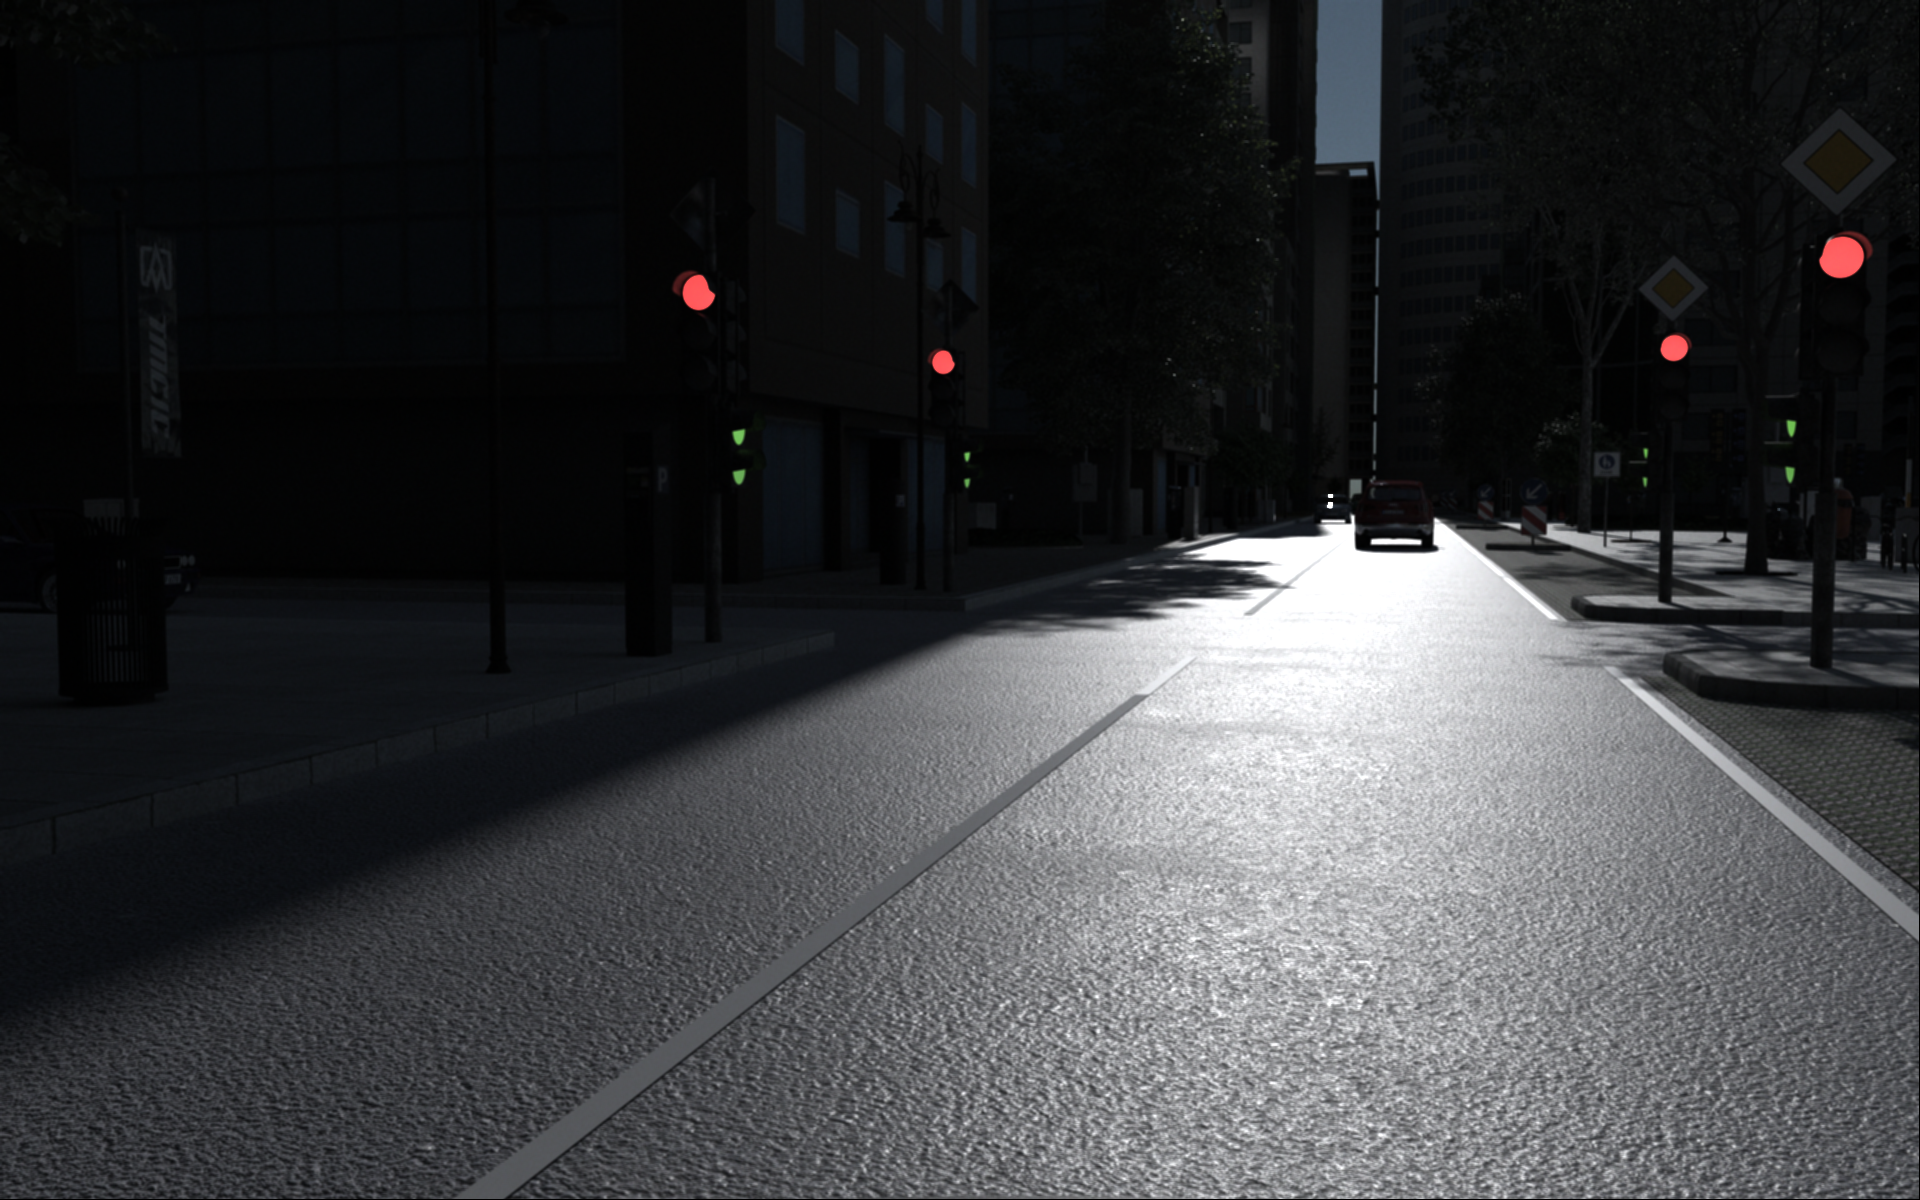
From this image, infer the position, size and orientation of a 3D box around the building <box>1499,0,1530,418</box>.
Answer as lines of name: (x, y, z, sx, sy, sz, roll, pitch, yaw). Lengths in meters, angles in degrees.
building: (47.072, -27.150, 127.505, 14.154, 41.232, 14.086, 1, 4, 14)

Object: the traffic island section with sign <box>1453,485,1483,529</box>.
traffic island section with sign: (21.341, -3.804, 70.830, 1.989, 1.847, 2.006, 1, 4, 14)

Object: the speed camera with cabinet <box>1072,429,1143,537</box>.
speed camera with cabinet: (4.384, -3.496, 51.503, 2.038, 3.252, 0.660, 0, 4, -4)

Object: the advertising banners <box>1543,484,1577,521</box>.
advertising banners: (29.174, -5.372, 84.025, 2.074, 3.025, 0.090, -1, 4, -20)

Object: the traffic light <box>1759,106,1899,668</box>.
traffic light: (6.369, -1.456, 12.734, 0.839, 4.253, 0.868, 1, 4, 14)

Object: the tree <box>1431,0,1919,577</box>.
tree: (12.586, -7.146, 27.207, 12.009, 13.543, 11.850, 0, 3, 0)

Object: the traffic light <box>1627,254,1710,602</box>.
traffic light: (8.358, -1.930, 20.468, 0.839, 4.253, 0.868, 1, 4, 14)

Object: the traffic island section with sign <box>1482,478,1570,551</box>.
traffic island section with sign: (14.540, -2.188, 44.396, 1.989, 1.847, 2.006, 1, 4, 14)

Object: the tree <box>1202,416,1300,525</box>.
tree: (11.792, -5.423, 72.380, 4.285, 4.588, 4.351, 0, 3, 0)

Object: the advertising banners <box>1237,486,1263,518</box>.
advertising banners: (15.783, -5.974, 93.866, 0.090, 3.025, 2.074, -2, 4, -35)

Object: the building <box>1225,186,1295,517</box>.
building: (7.080, -16.473, 114.377, 27.650, 21.520, 28.899, 1, 4, 14)

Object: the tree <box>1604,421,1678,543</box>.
tree: (17.871, -3.141, 45.951, 1.663, 3.219, 1.824, 0, 3, 0)

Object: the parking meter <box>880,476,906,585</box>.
parking meter: (-0.955, -0.990, 24.590, 0.372, 1.533, 0.369, 0, 3, 0)

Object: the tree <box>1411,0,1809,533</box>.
tree: (21.988, -12.251, 56.187, 12.611, 20.169, 13.585, 0, 3, 0)

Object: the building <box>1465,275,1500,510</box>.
building: (58.035, -18.496, 147.445, 27.650, 21.520, 28.899, 1, 4, 14)

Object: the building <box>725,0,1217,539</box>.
building: (1.319, -25.108, 60.622, 14.600, 45.320, 14.200, 1, 4, 14)

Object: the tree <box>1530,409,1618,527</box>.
tree: (23.747, -5.094, 66.997, 4.285, 4.588, 4.351, 0, 3, 0)

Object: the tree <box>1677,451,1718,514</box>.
tree: (32.484, -5.029, 76.820, 1.663, 3.219, 1.824, 0, 3, 0)

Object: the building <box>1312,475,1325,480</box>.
building: (19.064, -31.001, 161.496, 28.867, 44.769, 22.147, 1, 4, 14)

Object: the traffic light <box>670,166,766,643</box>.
traffic light: (-2.121, -1.589, 14.893, 0.839, 4.253, 0.868, 1, 4, 14)

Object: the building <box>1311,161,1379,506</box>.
building: (34.702, -30.763, 194.854, 23.993, 40.220, 32.217, 1, 4, 14)

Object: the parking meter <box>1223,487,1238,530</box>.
parking meter: (9.813, -3.305, 62.450, 0.372, 1.533, 0.369, 0, 3, 0)

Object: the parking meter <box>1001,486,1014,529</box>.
parking meter: (1.453, -2.728, 53.015, 0.372, 1.533, 0.369, 0, 3, 0)

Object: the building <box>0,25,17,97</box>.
building: (-21.461, -16.074, 34.515, 14.107, 30.474, 14.160, 1, 4, 14)

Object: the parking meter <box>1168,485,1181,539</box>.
parking meter: (6.126, -2.510, 49.448, 0.372, 1.533, 0.369, 0, 3, 0)

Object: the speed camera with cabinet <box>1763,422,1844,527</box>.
speed camera with cabinet: (22.231, -3.145, 45.760, 2.038, 3.252, 0.660, 1, 4, 11)

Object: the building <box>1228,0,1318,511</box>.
building: (19.693, -27.469, 132.718, 14.154, 41.232, 14.086, 1, 4, 14)

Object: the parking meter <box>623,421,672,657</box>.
parking meter: (-2.480, -0.492, 13.756, 0.255, 1.863, 0.399, 1, 4, 15)

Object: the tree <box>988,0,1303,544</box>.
tree: (4.139, -8.422, 44.351, 9.857, 13.997, 8.962, 0, 3, 0)

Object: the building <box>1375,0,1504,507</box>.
building: (58.505, -39.148, 182.063, 28.212, 58.520, 21.231, 1, 4, 14)

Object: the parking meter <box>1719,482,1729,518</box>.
parking meter: (35.971, -4.640, 81.568, 0.399, 1.863, 0.255, 2, 4, 35)

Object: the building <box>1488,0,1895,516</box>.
building: (44.851, -40.999, 108.588, 20.563, 71.187, 20.611, 1, 4, 14)

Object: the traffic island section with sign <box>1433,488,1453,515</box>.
traffic island section with sign: (33.904, -6.792, 119.672, 1.989, 1.847, 2.006, 1, 4, 14)

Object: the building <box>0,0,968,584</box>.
building: (-7.835, -23.319, 31.385, 14.600, 45.320, 14.200, 1, 4, 14)

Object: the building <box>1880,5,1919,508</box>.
building: (83.275, -30.467, 148.251, 14.200, 45.320, 14.600, 1, 4, 14)

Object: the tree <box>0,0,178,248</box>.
tree: (-6.041, -5.369, 5.914, 7.486, 12.596, 7.792, 0, 3, 0)

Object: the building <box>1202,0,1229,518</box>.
building: (1.759, -28.342, 87.101, 21.300, 48.544, 21.600, 1, 4, 14)

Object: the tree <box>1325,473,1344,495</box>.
tree: (34.209, -10.025, 158.505, 1.663, 3.219, 1.824, 0, 3, 0)

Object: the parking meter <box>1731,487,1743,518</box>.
parking meter: (28.696, -3.400, 64.001, 0.372, 1.533, 0.369, 0, 3, 0)

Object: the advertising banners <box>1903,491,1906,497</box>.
advertising banners: (42.950, -5.041, 78.610, 0.090, 3.025, 2.074, 2, 4, 33)

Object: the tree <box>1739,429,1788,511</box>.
tree: (39.580, -6.138, 84.070, 4.285, 4.588, 4.351, 0, 3, 0)

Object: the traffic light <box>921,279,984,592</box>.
traffic light: (-0.132, -2.062, 22.627, 0.839, 4.253, 0.868, 1, 4, 14)
